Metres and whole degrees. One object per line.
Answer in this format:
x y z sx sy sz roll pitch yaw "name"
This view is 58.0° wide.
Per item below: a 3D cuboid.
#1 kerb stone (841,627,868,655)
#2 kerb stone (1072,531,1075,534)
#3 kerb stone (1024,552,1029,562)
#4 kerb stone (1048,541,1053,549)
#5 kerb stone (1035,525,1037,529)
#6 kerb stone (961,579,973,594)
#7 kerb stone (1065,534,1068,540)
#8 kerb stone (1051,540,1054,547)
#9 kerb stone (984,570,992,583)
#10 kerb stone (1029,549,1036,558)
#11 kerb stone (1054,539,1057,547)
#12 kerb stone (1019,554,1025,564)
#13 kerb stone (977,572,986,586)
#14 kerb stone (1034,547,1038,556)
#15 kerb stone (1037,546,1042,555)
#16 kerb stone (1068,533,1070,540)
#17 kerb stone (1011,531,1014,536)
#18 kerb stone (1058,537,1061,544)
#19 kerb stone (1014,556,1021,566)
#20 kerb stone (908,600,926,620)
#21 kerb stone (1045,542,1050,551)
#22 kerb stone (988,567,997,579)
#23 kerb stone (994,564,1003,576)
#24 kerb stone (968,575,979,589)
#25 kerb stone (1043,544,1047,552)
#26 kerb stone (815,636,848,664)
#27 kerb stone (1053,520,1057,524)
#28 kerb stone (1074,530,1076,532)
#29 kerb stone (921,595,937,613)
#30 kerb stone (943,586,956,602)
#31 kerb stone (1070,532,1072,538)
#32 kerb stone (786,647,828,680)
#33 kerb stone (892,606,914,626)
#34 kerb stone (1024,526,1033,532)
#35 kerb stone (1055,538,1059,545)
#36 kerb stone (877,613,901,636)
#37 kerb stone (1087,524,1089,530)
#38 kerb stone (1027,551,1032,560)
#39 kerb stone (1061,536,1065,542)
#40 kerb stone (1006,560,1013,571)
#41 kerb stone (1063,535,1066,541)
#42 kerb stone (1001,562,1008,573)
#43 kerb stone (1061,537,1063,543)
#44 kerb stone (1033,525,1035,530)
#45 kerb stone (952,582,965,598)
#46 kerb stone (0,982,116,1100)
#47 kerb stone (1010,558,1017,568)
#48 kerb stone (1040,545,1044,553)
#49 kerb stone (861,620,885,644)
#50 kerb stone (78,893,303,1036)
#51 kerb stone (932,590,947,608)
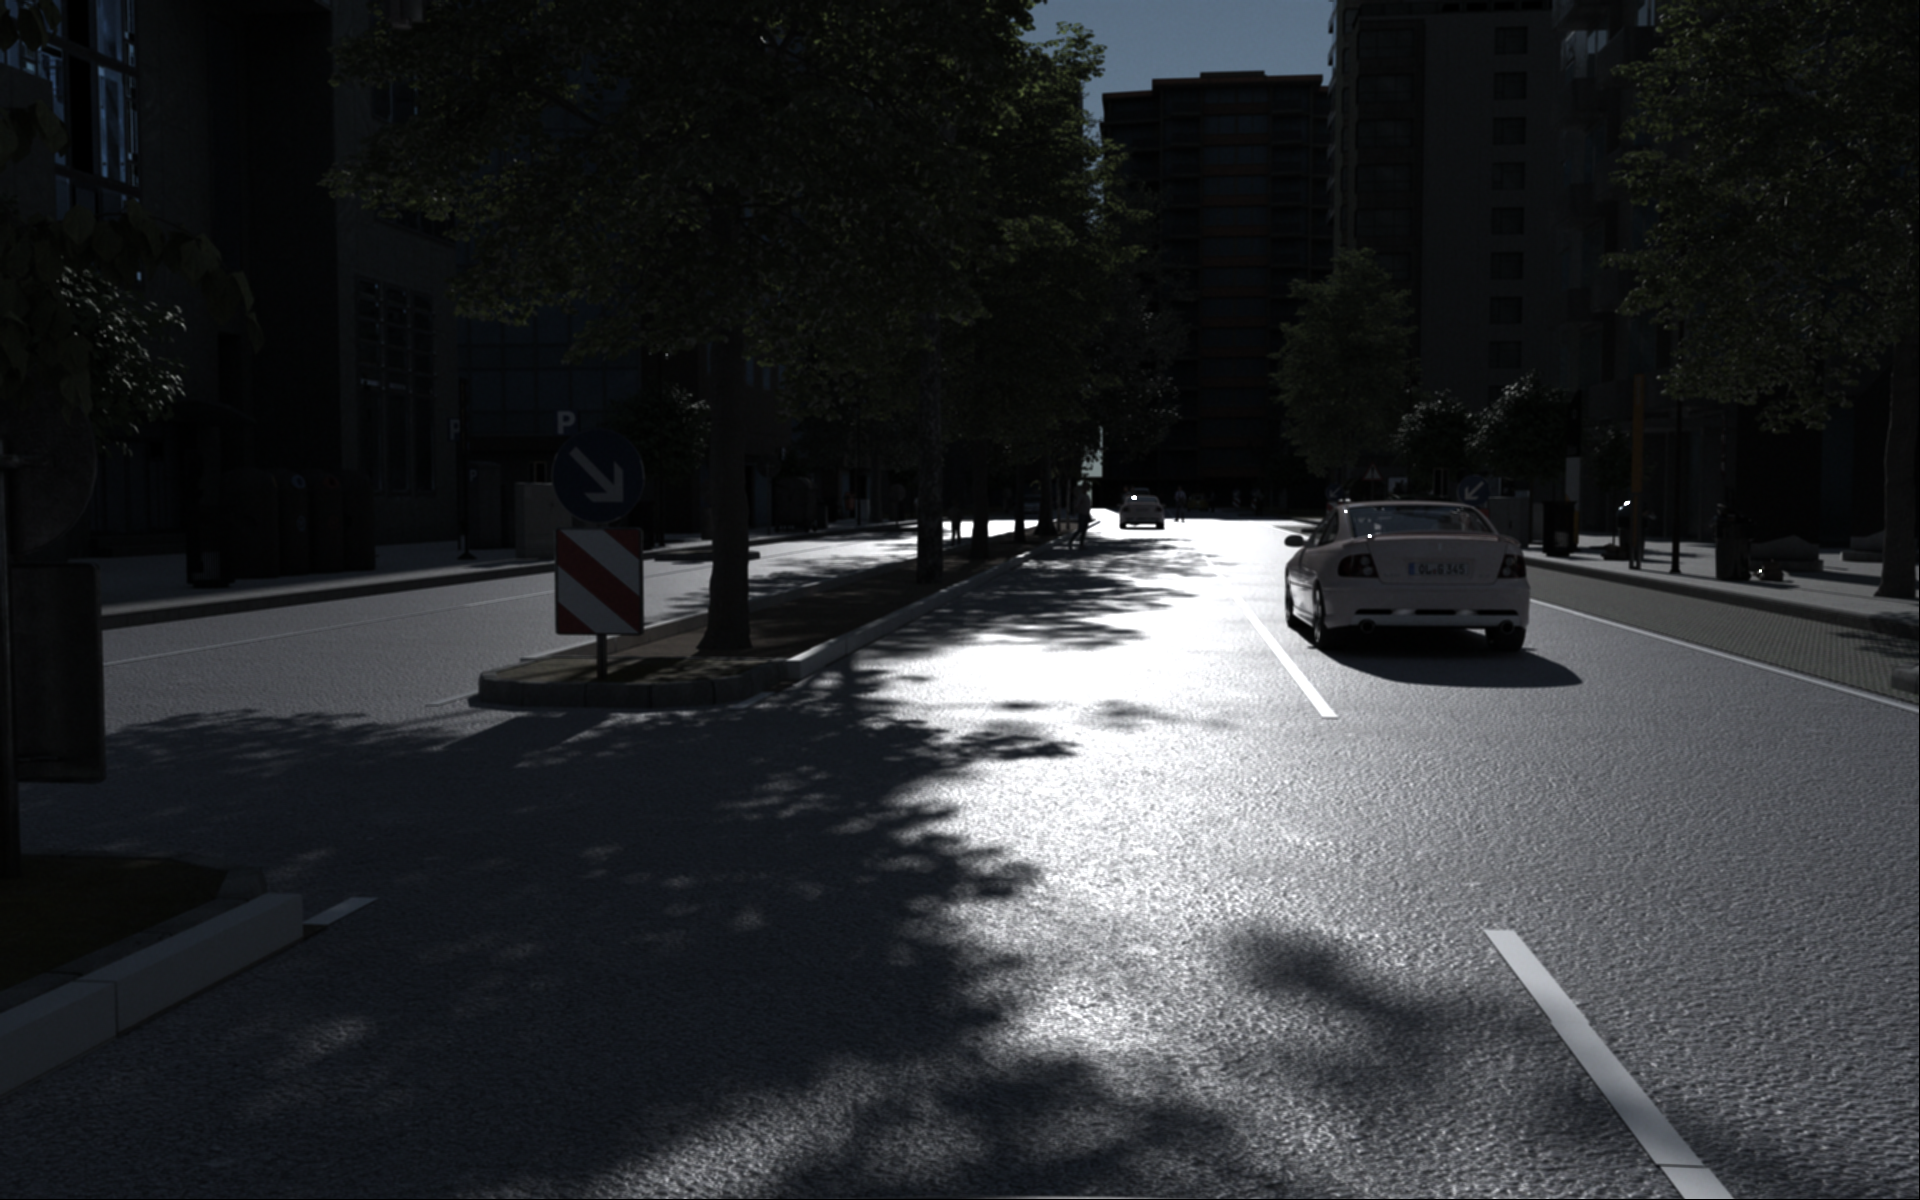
-1.007 0.389 15.864 0.120 0.150 1.000 0 4 6 "kerb stone"
3.590 -2.103 56.580 0.120 0.150 1.000 0 4 6 "kerb stone"
1.286 -0.854 36.208 0.120 0.150 1.000 0 4 6 "kerb stone"
2.218 -1.356 44.358 0.120 0.150 1.000 0 4 6 "kerb stone"
2.878 -2.867 69.078 0.120 0.150 1.000 0 4 6 "kerb stone"
0.036 -0.173 25.025 0.120 0.150 1.000 0 4 6 "kerb stone"
3.120 -1.853 52.508 0.120 0.150 1.000 0 4 6 "kerb stone"
2.320 -1.418 45.376 0.120 0.150 1.000 0 4 6 "kerb stone"
0.372 -0.355 28.074 0.120 0.150 1.000 0 4 6 "kerb stone"
1.518 -0.981 38.241 0.120 0.150 1.000 0 4 6 "kerb stone"
2.437 -1.475 46.401 0.120 0.150 1.000 0 4 6 "kerb stone"
1.174 -0.795 35.192 0.120 0.150 1.000 0 4 6 "kerb stone"
0.255 -0.297 27.058 0.120 0.150 1.000 0 4 6 "kerb stone"
1.620 -1.044 39.261 0.120 0.150 1.000 0 4 6 "kerb stone"
1.747 -1.096 40.285 0.120 0.150 1.000 0 4 6 "kerb stone"
3.235 -1.915 53.526 0.120 0.150 1.000 0 4 6 "kerb stone"
1.610 -2.179 57.868 0.120 0.150 1.000 0 4 6 "kerb stone"
2.668 -1.604 48.435 0.120 0.150 1.000 0 4 6 "kerb stone"
1.060 -0.732 34.170 0.120 0.150 1.000 0 4 6 "kerb stone"
-0.541 0.138 19.947 0.120 0.150 1.000 0 4 6 "kerb stone"
2.097 -1.293 43.339 0.120 0.150 1.000 0 4 6 "kerb stone"
0.478 -0.413 29.091 0.120 0.150 1.000 0 4 6 "kerb stone"
0.591 -0.484 30.106 0.120 0.150 1.000 0 4 6 "kerb stone"
0.145 -0.232 26.042 0.120 0.150 1.000 0 4 6 "kerb stone"
1.980 -1.228 42.322 0.120 0.150 1.000 0 4 6 "kerb stone"
-1.128 0.449 14.849 0.120 0.150 1.000 0 4 6 "kerb stone"
4.825 -3.924 86.378 0.120 0.150 1.000 0 4 6 "kerb stone"
3.700 -2.165 57.600 0.120 0.150 1.000 0 4 6 "kerb stone"
-0.432 0.075 20.963 0.120 0.150 1.000 0 4 6 "kerb stone"
-0.205 -0.049 22.995 0.120 0.150 1.000 0 4 6 "kerb stone"
3.354 -1.978 54.543 0.120 0.150 1.000 0 4 6 "kerb stone"
-1.230 0.512 13.831 0.120 0.150 1.000 0 4 6 "kerb stone"
-0.664 0.201 18.932 0.120 0.150 1.000 0 4 6 "kerb stone"
2.648 -2.743 67.042 0.120 0.150 1.000 0 4 6 "kerb stone"
2.558 -1.543 47.416 0.120 0.150 1.000 0 4 6 "kerb stone"
-0.771 0.266 17.907 0.120 0.150 1.000 0 4 6 "kerb stone"
4.958 -2.850 68.794 0.120 0.150 1.000 0 4 6 "kerb stone"
1.405 -0.915 37.223 0.120 0.150 1.000 0 4 6 "kerb stone"
2.892 -1.729 50.472 0.120 0.150 1.000 0 4 6 "kerb stone"
0.836 -0.608 32.138 0.120 0.150 1.000 0 4 6 "kerb stone"
2.999 -1.792 51.489 0.120 0.150 1.000 0 4 6 "kerb stone"
0.711 -0.544 31.122 0.120 0.150 1.000 0 4 6 "kerb stone"
2.780 -1.665 49.456 0.120 0.150 1.000 0 4 6 "kerb stone"
2.769 -2.805 68.059 0.120 0.150 1.000 0 4 6 "kerb stone"
-0.087 -0.109 24.011 0.120 0.150 1.000 0 4 6 "kerb stone"
-2.333 1.109 4.058 0.120 0.150 1.000 0 4 6 "kerb stone"
0.943 -0.662 33.155 0.120 0.150 1.000 0 4 6 "kerb stone"
1.860 -1.169 41.305 0.120 0.150 1.000 0 4 6 "kerb stone"
-0.892 0.327 16.881 0.120 0.150 1.000 0 4 6 "kerb stone"
-2.227 1.049 5.075 0.120 0.150 1.000 0 4 6 "kerb stone"
-0.313 0.013 21.978 0.120 0.150 1.000 0 4 6 "kerb stone"
